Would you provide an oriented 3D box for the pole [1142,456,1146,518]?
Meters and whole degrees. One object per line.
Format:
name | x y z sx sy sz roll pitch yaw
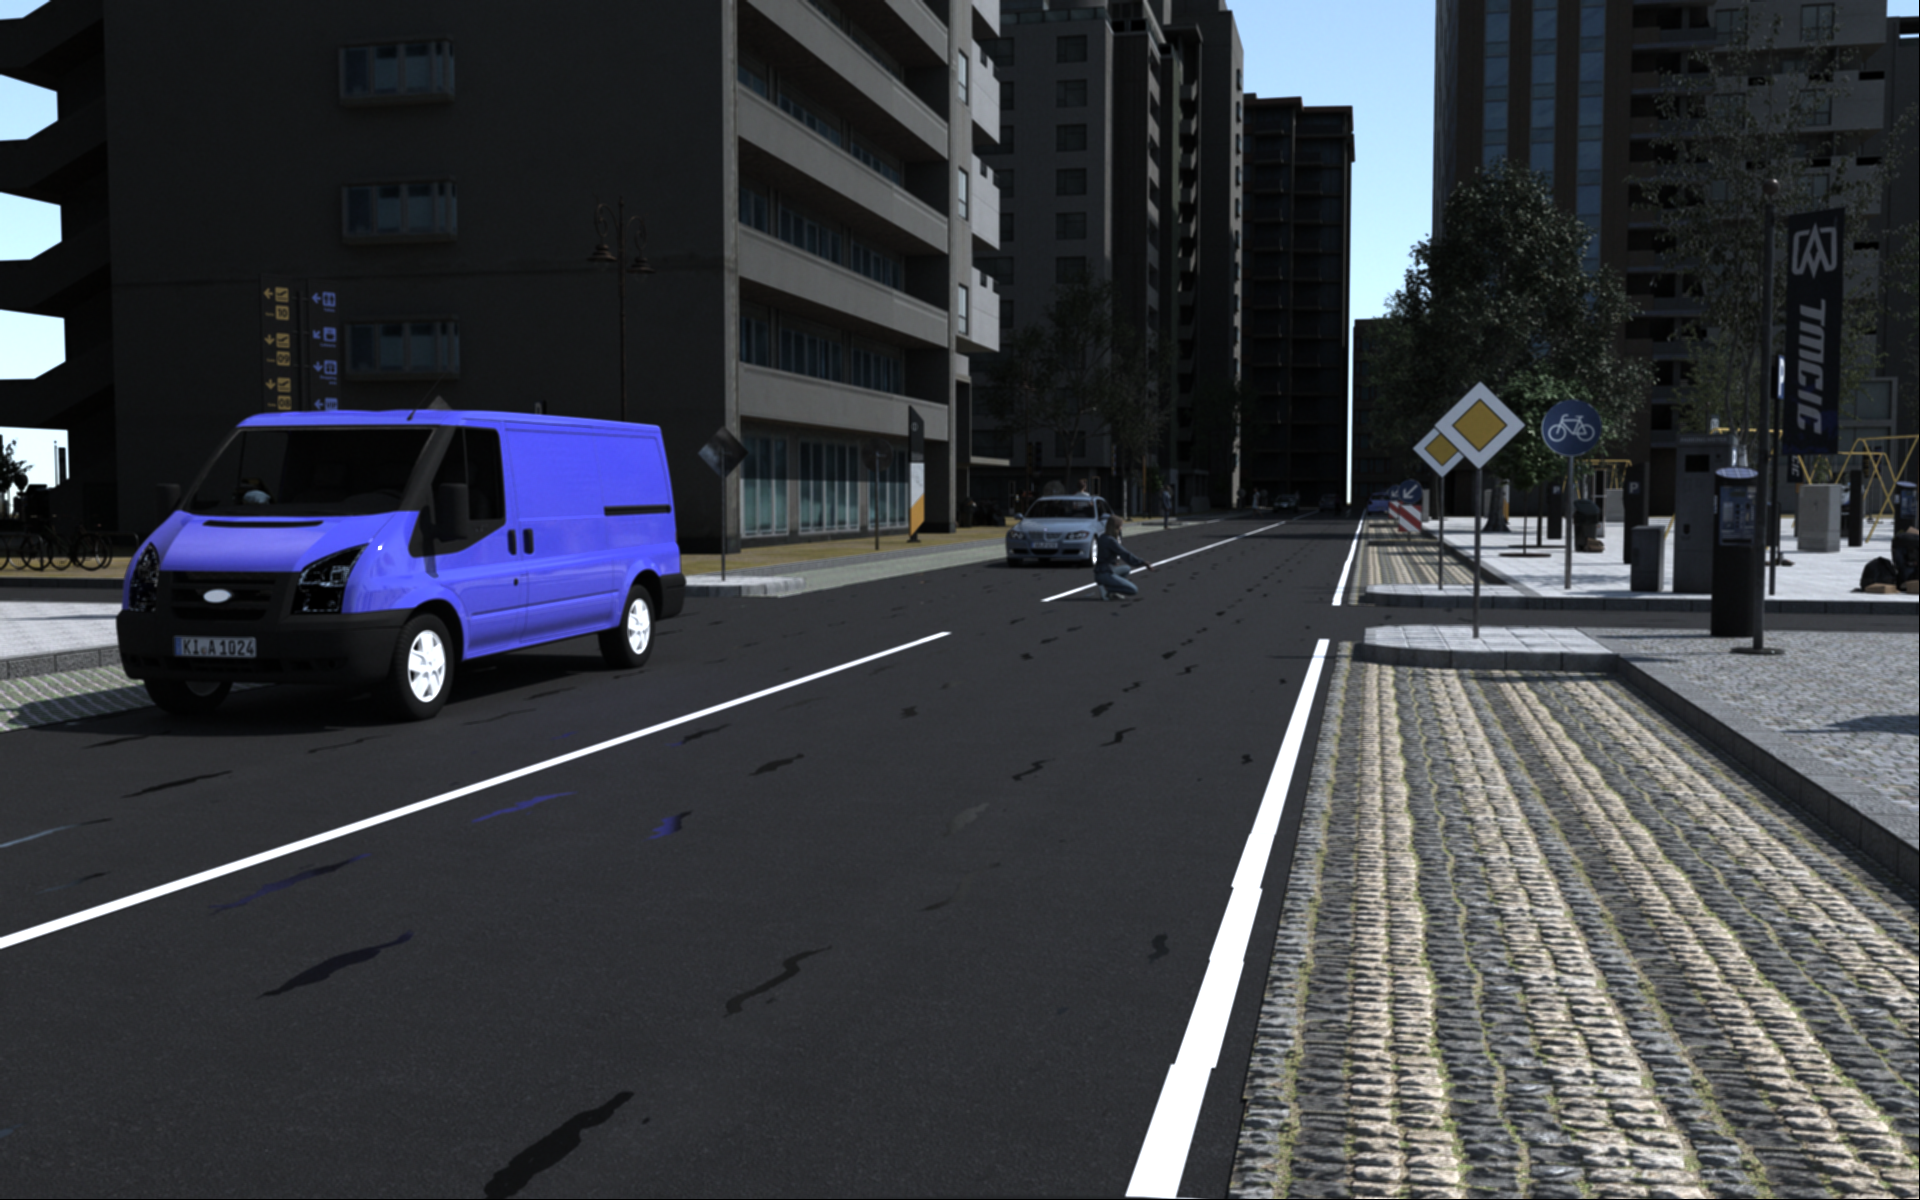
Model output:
pole | 9.781 -6.001 91.957 0.158 3.312 0.155 0 3 0

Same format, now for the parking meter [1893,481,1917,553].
parking meter | 18.190 -1.524 33.331 0.372 1.533 0.369 0 3 0

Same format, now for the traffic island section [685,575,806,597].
traffic island section | -3.511 -0.200 25.558 2.009 0.180 2.903 1 4 13

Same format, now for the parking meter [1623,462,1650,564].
parking meter | 12.386 -1.592 31.746 0.255 1.863 0.399 -3 5 -43

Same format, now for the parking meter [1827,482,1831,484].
parking meter | 36.413 -4.104 72.818 0.399 1.863 0.255 1 4 19

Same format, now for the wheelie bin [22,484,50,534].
wheelie bin | -29.218 -2.879 54.974 0.693 1.594 0.980 2 4 25

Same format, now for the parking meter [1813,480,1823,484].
parking meter | 34.435 -3.905 69.553 0.255 1.863 0.399 0 4 2

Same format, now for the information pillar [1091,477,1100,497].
information pillar | 5.831 -4.296 74.737 0.304 2.012 0.304 -1 4 -10

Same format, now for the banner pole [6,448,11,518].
banner pole | -50.921 -6.275 92.613 0.401 3.779 0.863 -1 4 -22

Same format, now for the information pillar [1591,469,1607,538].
information pillar | 18.793 -2.836 50.863 0.304 2.012 0.304 2 4 27

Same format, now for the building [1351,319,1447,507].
building | 57.772 -21.047 189.159 28.899 21.520 27.650 1 4 13

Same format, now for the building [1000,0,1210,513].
building | 1.815 -26.661 127.786 32.217 40.220 23.993 1 4 13

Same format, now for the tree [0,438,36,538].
tree | -28.660 -3.474 51.403 1.663 3.219 1.824 0 3 0

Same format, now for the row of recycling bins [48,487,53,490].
row of recycling bins | -55.173 -6.022 105.579 3.534 1.692 1.069 2 4 25

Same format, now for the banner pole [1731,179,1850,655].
banner pole | 6.560 -1.447 13.670 0.401 3.779 0.863 -2 4 -31

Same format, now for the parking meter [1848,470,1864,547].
parking meter | 21.882 -2.237 42.281 0.255 1.863 0.399 3 4 37

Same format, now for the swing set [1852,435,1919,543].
swing set | 25.232 -3.017 46.943 2.862 2.851 3.119 0 4 -3

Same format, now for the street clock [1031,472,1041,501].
street clock | 2.544 -3.249 57.683 0.358 2.002 0.471 0 4 2

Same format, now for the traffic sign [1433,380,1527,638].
traffic sign | 4.591 -0.717 15.360 0.795 2.450 0.064 1 4 13

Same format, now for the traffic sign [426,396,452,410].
traffic sign | -5.326 -0.861 17.719 0.795 2.450 0.064 1 4 13

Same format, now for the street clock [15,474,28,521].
street clock | -33.635 -3.518 62.086 0.471 2.002 0.358 2 4 26

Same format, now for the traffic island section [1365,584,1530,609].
traffic island section | 6.455 -0.056 23.203 2.009 0.180 2.903 1 4 13

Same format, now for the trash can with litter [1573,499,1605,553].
trash can with litter | 13.964 -1.644 38.262 0.624 1.170 1.055 0 4 -3

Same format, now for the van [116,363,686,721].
van | -3.886 -0.517 12.843 2.240 2.365 5.245 1 4 12

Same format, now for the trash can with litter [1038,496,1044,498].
trash can with litter | 5.427 -5.440 99.996 1.678 1.210 2.233 0 4 -1

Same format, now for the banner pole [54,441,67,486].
banner pole | -42.255 -5.586 81.342 0.401 3.779 0.863 1 4 15

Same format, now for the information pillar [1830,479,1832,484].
information pillar | 41.256 -4.727 81.778 0.304 2.012 0.304 0 4 3

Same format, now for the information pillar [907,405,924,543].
information pillar | -1.166 -3.336 45.895 0.504 3.616 0.183 -3 5 -43

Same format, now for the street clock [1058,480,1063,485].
street clock | 5.270 -5.311 91.402 0.358 2.002 0.471 1 4 21

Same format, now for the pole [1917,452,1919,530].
pole | 32.767 -3.985 59.001 0.158 3.312 0.155 0 3 0

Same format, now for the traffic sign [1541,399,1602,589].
traffic sign | 8.219 -1.421 23.343 0.768 2.556 0.104 1 4 16

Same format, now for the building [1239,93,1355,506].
building | 28.910 -32.919 192.851 28.867 44.769 22.147 1 4 13

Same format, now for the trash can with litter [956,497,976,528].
trash can with litter | 0.042 -3.320 65.665 1.055 1.170 0.624 -2 4 -32

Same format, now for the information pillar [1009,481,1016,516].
information pillar | 3.010 -5.806 99.417 0.304 2.012 0.304 1 4 18

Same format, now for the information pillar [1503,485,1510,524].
information pillar | 23.226 -5.038 73.719 0.183 3.616 0.504 -1 4 -11

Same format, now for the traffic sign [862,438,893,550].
traffic sign | -1.899 -2.414 39.574 0.768 2.556 0.104 1 4 18

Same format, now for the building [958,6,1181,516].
building | 5.885 -20.543 107.586 14.160 30.474 14.107 1 4 13

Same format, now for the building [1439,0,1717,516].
building | 37.178 -27.875 105.871 14.600 45.320 14.200 1 4 13

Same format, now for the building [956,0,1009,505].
building | -13.471 -30.102 81.408 28.713 52.752 27.495 1 4 13

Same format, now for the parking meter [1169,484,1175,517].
parking meter | 12.037 -5.695 98.817 0.399 1.863 0.255 3 4 39

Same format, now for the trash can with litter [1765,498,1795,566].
trash can with litter | 14.061 -1.235 31.244 2.233 1.210 1.678 1 4 10

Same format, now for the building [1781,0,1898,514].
building | 48.597 -32.727 124.333 28.713 52.752 27.495 1 4 13

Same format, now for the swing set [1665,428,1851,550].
swing set | 19.173 -2.708 41.902 3.119 2.851 2.862 -2 4 -33

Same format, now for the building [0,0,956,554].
building | -12.918 -25.952 48.025 21.300 48.544 21.600 1 4 13

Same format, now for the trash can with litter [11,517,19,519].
trash can with litter | -47.490 -4.623 86.644 2.233 1.210 1.678 -2 4 -24

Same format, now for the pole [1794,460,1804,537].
pole | 24.881 -3.515 51.319 0.158 3.312 0.155 0 3 0

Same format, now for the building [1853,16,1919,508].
building | 81.561 -28.640 151.852 14.086 41.232 14.154 1 4 13

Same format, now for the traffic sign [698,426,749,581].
traffic sign | -3.486 -1.336 25.490 0.795 2.450 0.064 1 4 13

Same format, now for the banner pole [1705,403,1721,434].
banner pole | 20.635 -3.523 47.612 0.863 3.779 0.401 -3 4 -37

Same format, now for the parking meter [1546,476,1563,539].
parking meter | 16.871 -2.657 49.157 0.399 1.863 0.255 0 4 4

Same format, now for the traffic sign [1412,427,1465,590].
traffic sign | 6.430 -1.192 23.131 0.795 2.450 0.064 1 4 13

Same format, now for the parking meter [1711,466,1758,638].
parking meter | 6.985 -0.440 15.605 0.372 1.533 0.369 0 3 0

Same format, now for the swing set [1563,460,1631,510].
swing set | 29.338 -5.026 79.801 3.119 2.851 2.862 0 4 -7

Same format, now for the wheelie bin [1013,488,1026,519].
wheelie bin | 3.089 -4.878 87.656 0.693 1.594 0.980 1 4 13

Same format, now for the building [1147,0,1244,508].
building | 15.391 -33.084 164.631 21.600 48.544 21.300 1 4 13

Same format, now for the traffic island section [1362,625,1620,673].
traffic island section | 4.616 0.419 15.432 2.009 0.180 2.903 1 4 13

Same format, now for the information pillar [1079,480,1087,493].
information pillar | 6.239 -5.118 88.164 0.304 2.012 0.304 -2 4 -28

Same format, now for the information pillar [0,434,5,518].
information pillar | -37.729 -4.698 68.166 0.183 3.616 0.504 -3 5 -42
